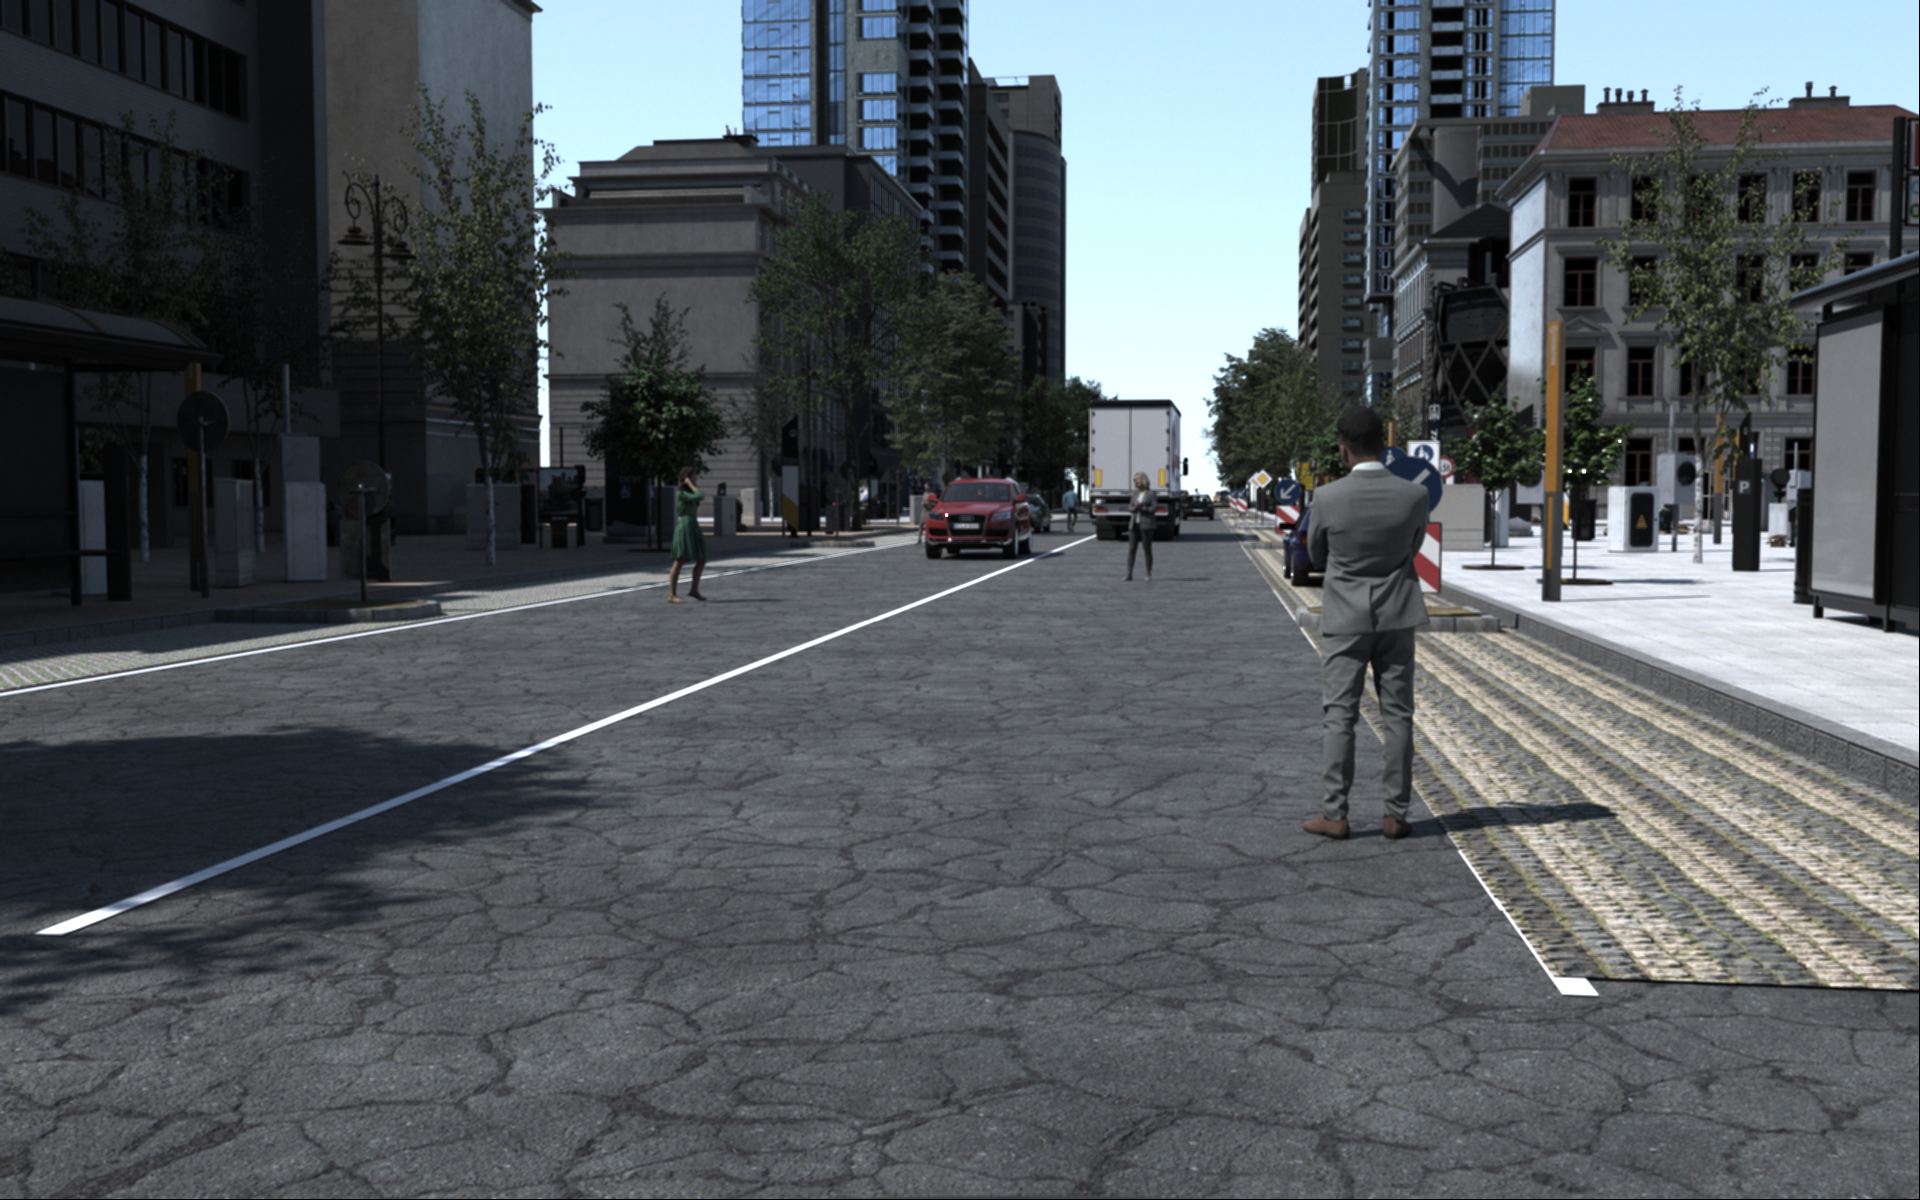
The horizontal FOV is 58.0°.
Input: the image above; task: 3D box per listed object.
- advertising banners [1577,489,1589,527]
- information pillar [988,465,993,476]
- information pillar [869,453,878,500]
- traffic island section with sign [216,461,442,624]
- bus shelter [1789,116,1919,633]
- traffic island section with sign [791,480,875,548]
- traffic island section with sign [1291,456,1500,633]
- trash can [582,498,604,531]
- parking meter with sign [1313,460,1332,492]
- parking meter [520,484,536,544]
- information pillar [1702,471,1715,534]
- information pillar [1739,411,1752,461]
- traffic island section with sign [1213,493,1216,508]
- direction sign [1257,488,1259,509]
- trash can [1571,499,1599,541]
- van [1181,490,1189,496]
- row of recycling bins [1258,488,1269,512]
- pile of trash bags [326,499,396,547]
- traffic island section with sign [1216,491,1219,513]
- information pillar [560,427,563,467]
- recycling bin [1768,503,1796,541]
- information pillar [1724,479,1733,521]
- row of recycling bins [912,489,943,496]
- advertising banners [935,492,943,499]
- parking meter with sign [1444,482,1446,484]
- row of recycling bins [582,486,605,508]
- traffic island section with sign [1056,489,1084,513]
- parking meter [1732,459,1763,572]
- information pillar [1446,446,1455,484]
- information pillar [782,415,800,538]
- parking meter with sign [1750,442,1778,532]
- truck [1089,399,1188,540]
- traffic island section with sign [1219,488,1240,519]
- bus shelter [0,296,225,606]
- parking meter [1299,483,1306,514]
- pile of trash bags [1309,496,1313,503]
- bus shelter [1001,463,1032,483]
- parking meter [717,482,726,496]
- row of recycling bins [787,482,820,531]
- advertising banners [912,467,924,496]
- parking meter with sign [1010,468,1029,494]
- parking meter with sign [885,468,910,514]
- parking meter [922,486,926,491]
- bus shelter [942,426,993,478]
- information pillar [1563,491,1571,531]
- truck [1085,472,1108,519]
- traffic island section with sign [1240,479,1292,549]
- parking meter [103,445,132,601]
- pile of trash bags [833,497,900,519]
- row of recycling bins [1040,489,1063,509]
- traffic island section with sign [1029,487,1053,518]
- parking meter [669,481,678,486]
[{"bbox_3d":[22.985,-4.154,64.109,0.090,3.025,2.074,2,4,34],"label":"advertising banners"},{"bbox_3d":[2.318,-8.765,134.655,0.504,3.616,0.183,3,4,38],"label":"information pillar"},{"bbox_3d":[-4.997,-6.634,99.819,0.504,3.616,0.183,0,4,5],"label":"information pillar"},{"bbox_3d":[-7.135,-0.694,19.981,1.989,1.847,2.006,0,4,8],"label":"traffic island section with sign"},{"bbox_3d":[9.423,-2.362,16.243,2.179,5.291,8.768,0,4,8],"label":"bus shelter"},{"bbox_3d":[-3.362,-2.327,46.672,1.989,1.847,2.006,0,4,8],"label":"traffic island section with sign"},{"bbox_3d":[4.683,-0.622,18.796,1.989,1.847,2.006,0,4,8],"label":"traffic island section with sign"},{"bbox_3d":[-12.709,-2.962,60.090,0.748,1.137,0.748,0,3,0],"label":"trash can"},{"bbox_3d":[18.387,-5.481,85.882,1.738,3.016,0.543,0,4,2],"label":"parking meter with sign"},{"bbox_3d":[-11.180,-2.228,44.831,0.372,1.533,0.369,0,3,0],"label":"parking meter"},{"bbox_3d":[24.072,-3.139,55.808,0.304,2.012,0.304,-3,5,-43],"label":"information pillar"},{"bbox_3d":[22.314,-3.542,49.268,0.183,3.616,0.504,0,4,-6],"label":"information pillar"},{"bbox_3d":[27.004,-10.291,176.893,1.989,1.847,2.006,0,4,8],"label":"traffic island section with sign"},{"bbox_3d":[24.832,-9.310,144.210,0.876,3.537,0.379,-3,5,-41],"label":"direction sign"},{"bbox_3d":[17.016,-2.178,47.260,0.748,1.137,0.748,0,3,0],"label":"trash can"},{"bbox_3d":[22.691,-10.394,176.957,2.013,2.044,4.112,1,4,10],"label":"van"},{"bbox_3d":[22.355,-7.340,127.116,1.069,1.692,3.534,0,4,7],"label":"row of recycling bins"},{"bbox_3d":[-14.903,-2.016,42.717,1.912,1.369,3.447,-1,4,-18],"label":"pile of trash bags"},{"bbox_3d":[19.989,-7.254,127.226,1.989,1.847,2.006,0,4,8],"label":"traffic island section with sign"},{"bbox_3d":[-13.934,-4.237,60.627,0.183,3.616,0.504,-1,4,-12],"label":"information pillar"},{"bbox_3d":[22.883,-2.160,47.869,0.722,1.027,0.722,-1,4,-13],"label":"recycling bin"},{"bbox_3d":[37.208,-4.849,83.777,0.304,2.012,0.304,-1,4,-14],"label":"information pillar"},{"bbox_3d":[-2.255,-8.339,143.463,3.534,1.692,1.069,1,4,15],"label":"row of recycling bins"},{"bbox_3d":[-1.920,-7.073,111.826,2.074,3.025,0.090,-2,4,-25],"label":"advertising banners"},{"bbox_3d":[30.972,-7.044,111.429,0.543,3.016,1.738,3,5,43],"label":"parking meter with sign"},{"bbox_3d":[-30.260,-8.159,140.518,1.069,1.692,3.534,2,4,24],"label":"row of recycling bins"},{"bbox_3d":[8.227,-7.355,128.889,1.989,1.847,2.006,0,4,8],"label":"traffic island section with sign"},{"bbox_3d":[13.064,-1.410,28.770,0.255,1.863,0.399,-3,4,-38],"label":"parking meter"},{"bbox_3d":[21.690,-5.214,76.605,0.183,3.616,0.504,-2,4,-24],"label":"information pillar"},{"bbox_3d":[-4.972,-3.641,50.877,0.504,3.616,0.183,0,4,-6],"label":"information pillar"},{"bbox_3d":[27.491,-3.827,58.837,1.738,3.016,0.543,-1,4,-16],"label":"parking meter with sign"},{"bbox_3d":[5.936,-4.160,56.926,2.839,4.237,11.283,1,4,9],"label":"truck"},{"bbox_3d":[16.220,-5.619,100.495,1.989,1.847,2.006,0,4,8],"label":"traffic island section with sign"},{"bbox_3d":[-9.816,-1.432,17.337,2.014,3.302,5.546,0,4,8],"label":"bus shelter"},{"bbox_3d":[17.785,-5.173,90.296,0.255,1.863,0.399,-3,5,-40],"label":"parking meter"},{"bbox_3d":[28.389,-7.893,138.805,1.912,1.369,3.447,2,4,33],"label":"pile of trash bags"},{"bbox_3d":[4.339,-8.635,132.467,1.731,3.624,6.357,0,4,8],"label":"bus shelter"},{"bbox_3d":[-11.736,-4.866,85.270,0.399,1.863,0.255,-1,4,-17],"label":"parking meter"},{"bbox_3d":[-5.563,-3.305,61.145,1.069,1.692,3.534,0,4,2],"label":"row of recycling bins"},{"bbox_3d":[-2.567,-6.606,104.189,0.090,3.025,2.074,1,4,20],"label":"advertising banners"},{"bbox_3d":[4.250,-7.366,116.688,1.738,3.016,0.543,2,4,34],"label":"parking meter with sign"},{"bbox_3d":[-4.188,-7.181,113.673,1.738,3.016,0.543,1,4,17],"label":"parking meter with sign"},{"bbox_3d":[-2.702,-7.627,130.411,0.255,1.863,0.399,-1,4,-18],"label":"parking meter"},{"bbox_3d":[0.399,-7.741,104.202,2.179,5.291,8.768,0,4,8],"label":"bus shelter"},{"bbox_3d":[21.141,-4.235,60.594,0.183,3.616,0.504,-2,4,-33],"label":"information pillar"},{"bbox_3d":[9.189,-7.065,104.420,2.839,4.237,11.283,0,4,7],"label":"truck"},{"bbox_3d":[8.461,-2.254,45.486,1.989,1.847,2.006,0,4,8],"label":"traffic island section with sign"},{"bbox_3d":[-10.160,-0.928,20.886,0.255,1.863,0.399,-2,4,-24],"label":"parking meter"},{"bbox_3d":[-4.860,-4.765,87.664,3.447,1.369,1.912,-1,4,-23],"label":"pile of trash bags"},{"bbox_3d":[7.820,-8.820,151.317,1.069,1.692,3.534,-2,4,-30],"label":"row of recycling bins"},{"bbox_3d":[4.425,-5.703,101.873,1.989,1.847,2.006,0,4,8],"label":"traffic island section with sign"},{"bbox_3d":[-8.150,-2.652,49.075,0.255,1.863,0.399,1,4,12],"label":"parking meter"}]
